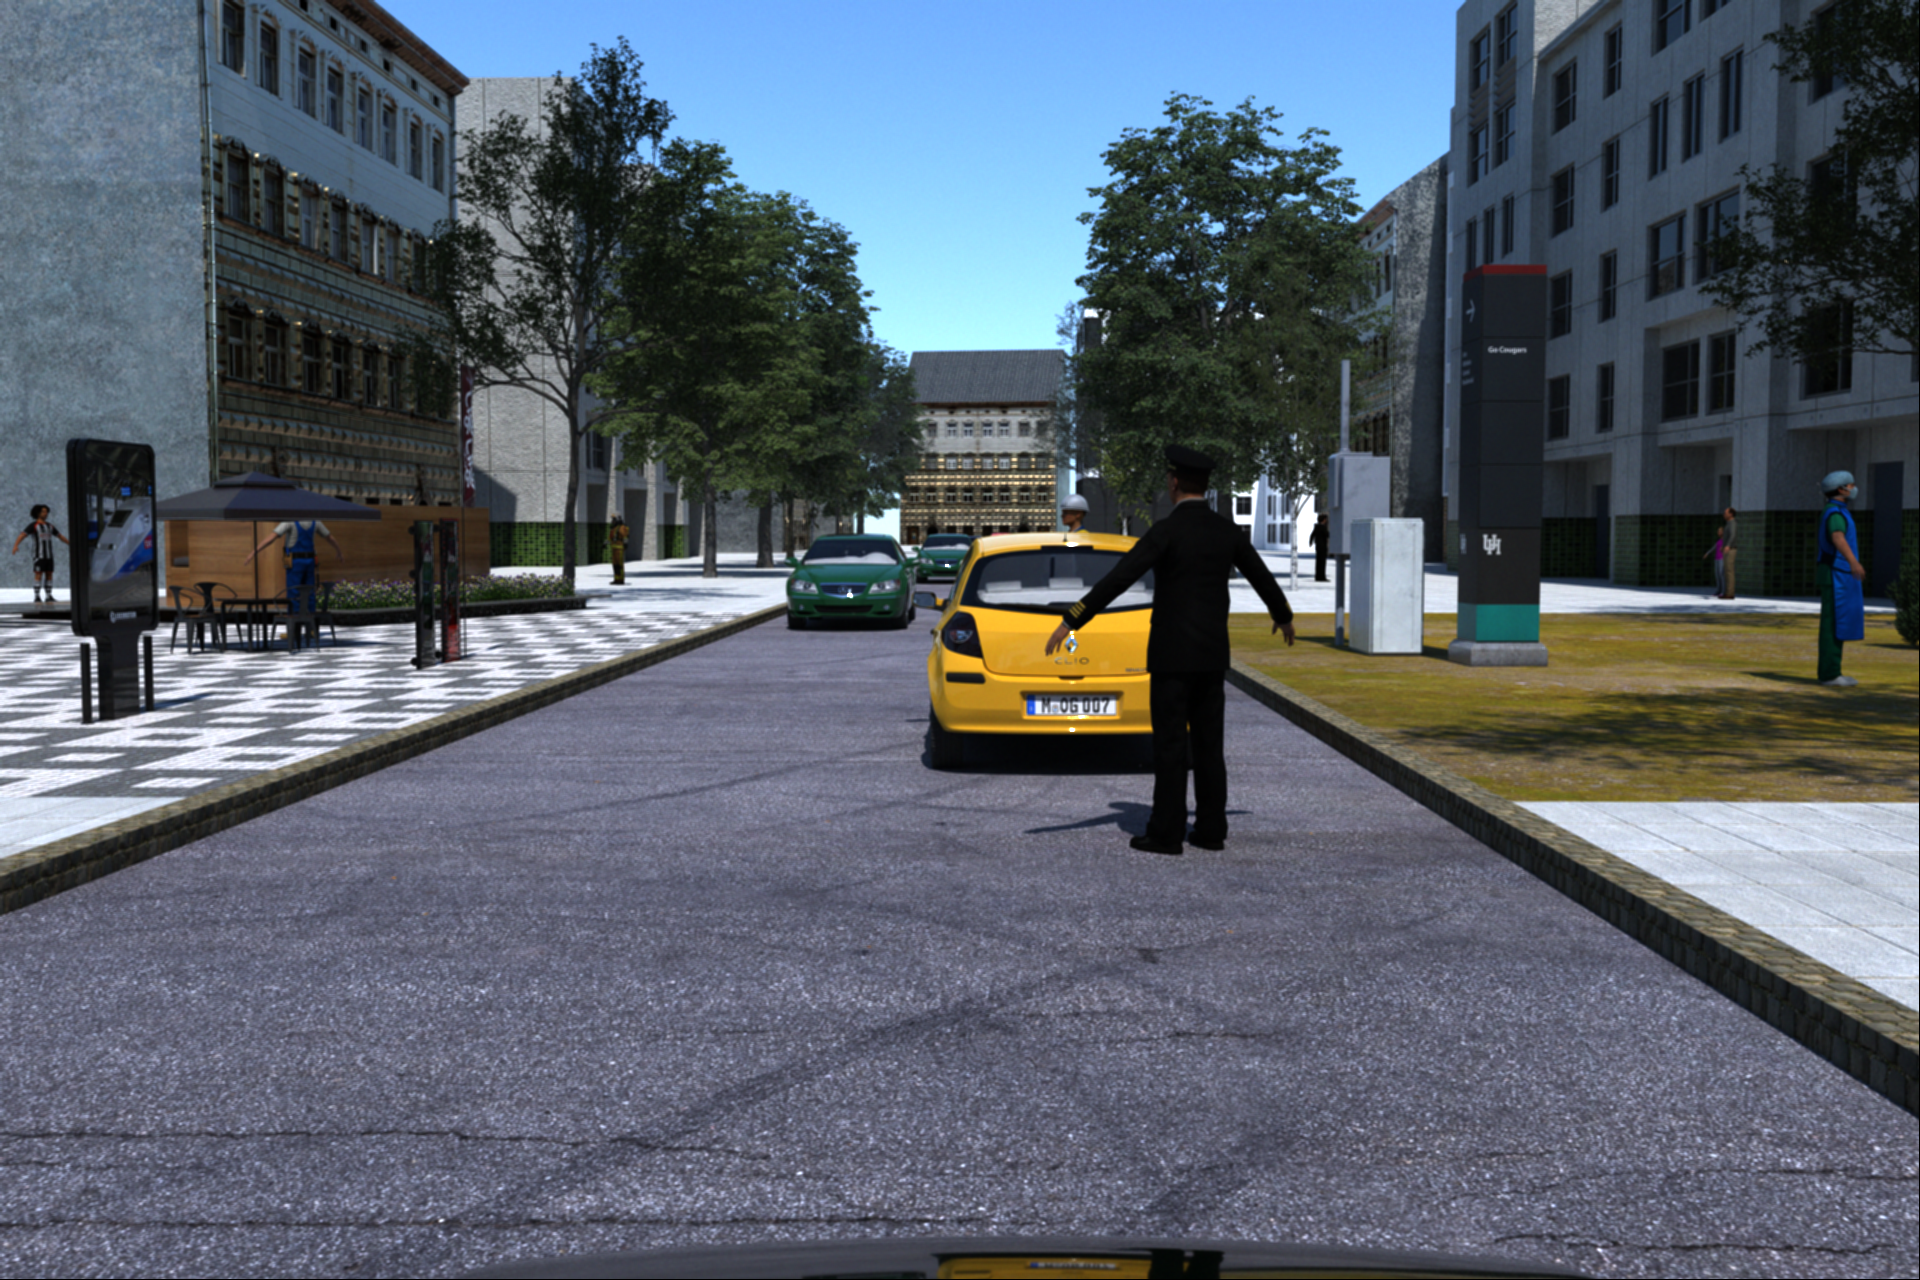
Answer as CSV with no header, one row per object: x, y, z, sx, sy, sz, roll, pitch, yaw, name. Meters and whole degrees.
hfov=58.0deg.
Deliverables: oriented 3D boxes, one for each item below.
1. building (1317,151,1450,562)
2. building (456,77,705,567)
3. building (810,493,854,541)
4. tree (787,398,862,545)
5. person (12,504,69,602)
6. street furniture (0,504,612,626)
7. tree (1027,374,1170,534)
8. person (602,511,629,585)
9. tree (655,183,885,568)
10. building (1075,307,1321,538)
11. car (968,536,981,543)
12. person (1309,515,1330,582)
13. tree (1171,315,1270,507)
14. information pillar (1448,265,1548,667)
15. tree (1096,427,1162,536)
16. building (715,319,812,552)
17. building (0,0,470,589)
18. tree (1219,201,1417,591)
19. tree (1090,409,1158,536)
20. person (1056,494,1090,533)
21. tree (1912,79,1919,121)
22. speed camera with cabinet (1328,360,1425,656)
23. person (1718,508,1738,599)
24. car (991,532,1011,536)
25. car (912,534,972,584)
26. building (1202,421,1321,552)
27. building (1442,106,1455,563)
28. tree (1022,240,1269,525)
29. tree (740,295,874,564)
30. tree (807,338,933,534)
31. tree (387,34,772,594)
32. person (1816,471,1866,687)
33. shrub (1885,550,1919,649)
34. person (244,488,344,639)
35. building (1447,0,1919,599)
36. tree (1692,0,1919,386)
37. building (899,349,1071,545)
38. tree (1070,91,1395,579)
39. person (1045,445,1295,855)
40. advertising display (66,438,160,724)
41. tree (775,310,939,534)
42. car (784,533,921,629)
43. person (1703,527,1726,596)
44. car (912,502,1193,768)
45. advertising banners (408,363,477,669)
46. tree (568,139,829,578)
28.978,-15.634,86.542,19.493,23.208,18.063,0,4,1,building
-22.980,-13.263,83.304,16.747,18.905,31.486,0,4,1,building
-20.888,-21.176,177.153,19.493,23.208,18.063,0,4,1,building
-6.768,-8.031,81.665,4.737,8.622,4.395,0,3,0,tree
-16.900,-1.578,31.949,0.704,1.843,1.345,2,4,25,person
-9.279,-1.296,28.051,9.812,1.723,11.010,1,4,20,street furniture
9.410,-12.257,110.773,12.009,13.543,11.850,0,3,0,tree
-8.661,-2.322,43.733,0.705,1.858,1.354,-3,4,-36,person
-7.245,-9.670,64.752,9.857,13.997,8.962,0,3,0,tree
25.339,-20.099,172.590,27.936,21.610,32.646,0,4,1,building
0.517,-4.255,82.157,1.945,1.354,3.894,0,4,1,car
9.760,-2.476,46.663,0.705,1.806,1.347,-1,4,-23,person
8.494,-6.616,58.531,4.737,8.622,4.395,0,3,0,tree
5.311,-1.691,17.019,0.750,3.857,0.750,0,4,-1,information pillar
9.363,-8.958,96.823,4.737,8.622,4.395,0,3,0,tree
-21.543,-18.380,131.437,19.493,23.208,18.063,0,4,1,building
-26.365,-13.353,49.250,19.493,23.208,18.063,0,4,2,building
7.435,-5.416,38.918,4.360,8.622,3.978,0,3,0,tree
8.439,-8.373,87.268,4.737,8.622,4.395,0,3,0,tree
0.877,-0.353,14.698,0.721,1.772,1.216,-1,4,-21,person
7.075,-4.413,6.571,8.767,10.594,7.601,0,4,-4,tree
4.576,-1.513,19.081,0.660,3.252,2.038,0,4,-1,speed camera with cabinet
15.142,-1.705,34.147,0.705,1.796,1.348,1,4,20,person
2.359,-5.321,96.046,2.155,1.783,4.494,0,4,1,car
-0.352,-2.438,51.654,2.131,1.459,4.920,0,4,1,car
25.165,-12.044,139.059,9.099,9.664,28.070,0,4,1,building
26.309,-13.337,74.472,16.016,20.090,11.380,0,4,1,building
8.028,-9.795,70.516,12.009,13.543,11.850,0,3,0,tree
-7.247,-9.128,74.999,9.928,11.665,9.643,0,3,0,tree
-6.653,-12.674,113.874,9.857,13.997,8.962,0,3,0,tree
-6.992,-5.968,31.989,7.601,10.594,8.767,-1,4,-9,tree
7.480,-0.525,14.715,0.704,1.817,1.347,1,4,21,person
10.854,-0.497,19.240,1.383,1.207,1.383,0,3,0,shrub
-8.129,-0.945,21.299,0.705,1.847,1.347,3,4,36,person
24.936,-10.811,43.216,16.747,18.905,31.486,0,4,1,building
13.583,-5.424,23.089,7.601,10.594,8.767,1,4,9,tree
3.334,-22.779,205.825,18.063,23.208,19.493,1,4,8,building
7.530,-8.722,49.257,9.857,13.997,8.962,0,3,0,tree
1.016,0.033,7.851,1.347,1.837,0.705,-2,4,-28,person
-5.890,-0.420,12.084,0.123,1.923,0.974,0,4,2,advertising display
-6.810,-11.313,95.345,12.009,13.543,11.850,0,3,0,tree
-1.672,-0.970,27.659,2.131,1.459,4.920,0,4,1,car
15.530,-1.602,35.466,0.599,1.433,0.991,0,4,-7,person
0.656,-0.109,12.014,2.015,1.641,3.980,0,4,0,car
-5.114,-1.290,17.279,0.090,3.025,2.074,0,4,2,advertising banners
-7.668,-8.114,50.785,7.486,12.596,7.792,0,3,0,tree
